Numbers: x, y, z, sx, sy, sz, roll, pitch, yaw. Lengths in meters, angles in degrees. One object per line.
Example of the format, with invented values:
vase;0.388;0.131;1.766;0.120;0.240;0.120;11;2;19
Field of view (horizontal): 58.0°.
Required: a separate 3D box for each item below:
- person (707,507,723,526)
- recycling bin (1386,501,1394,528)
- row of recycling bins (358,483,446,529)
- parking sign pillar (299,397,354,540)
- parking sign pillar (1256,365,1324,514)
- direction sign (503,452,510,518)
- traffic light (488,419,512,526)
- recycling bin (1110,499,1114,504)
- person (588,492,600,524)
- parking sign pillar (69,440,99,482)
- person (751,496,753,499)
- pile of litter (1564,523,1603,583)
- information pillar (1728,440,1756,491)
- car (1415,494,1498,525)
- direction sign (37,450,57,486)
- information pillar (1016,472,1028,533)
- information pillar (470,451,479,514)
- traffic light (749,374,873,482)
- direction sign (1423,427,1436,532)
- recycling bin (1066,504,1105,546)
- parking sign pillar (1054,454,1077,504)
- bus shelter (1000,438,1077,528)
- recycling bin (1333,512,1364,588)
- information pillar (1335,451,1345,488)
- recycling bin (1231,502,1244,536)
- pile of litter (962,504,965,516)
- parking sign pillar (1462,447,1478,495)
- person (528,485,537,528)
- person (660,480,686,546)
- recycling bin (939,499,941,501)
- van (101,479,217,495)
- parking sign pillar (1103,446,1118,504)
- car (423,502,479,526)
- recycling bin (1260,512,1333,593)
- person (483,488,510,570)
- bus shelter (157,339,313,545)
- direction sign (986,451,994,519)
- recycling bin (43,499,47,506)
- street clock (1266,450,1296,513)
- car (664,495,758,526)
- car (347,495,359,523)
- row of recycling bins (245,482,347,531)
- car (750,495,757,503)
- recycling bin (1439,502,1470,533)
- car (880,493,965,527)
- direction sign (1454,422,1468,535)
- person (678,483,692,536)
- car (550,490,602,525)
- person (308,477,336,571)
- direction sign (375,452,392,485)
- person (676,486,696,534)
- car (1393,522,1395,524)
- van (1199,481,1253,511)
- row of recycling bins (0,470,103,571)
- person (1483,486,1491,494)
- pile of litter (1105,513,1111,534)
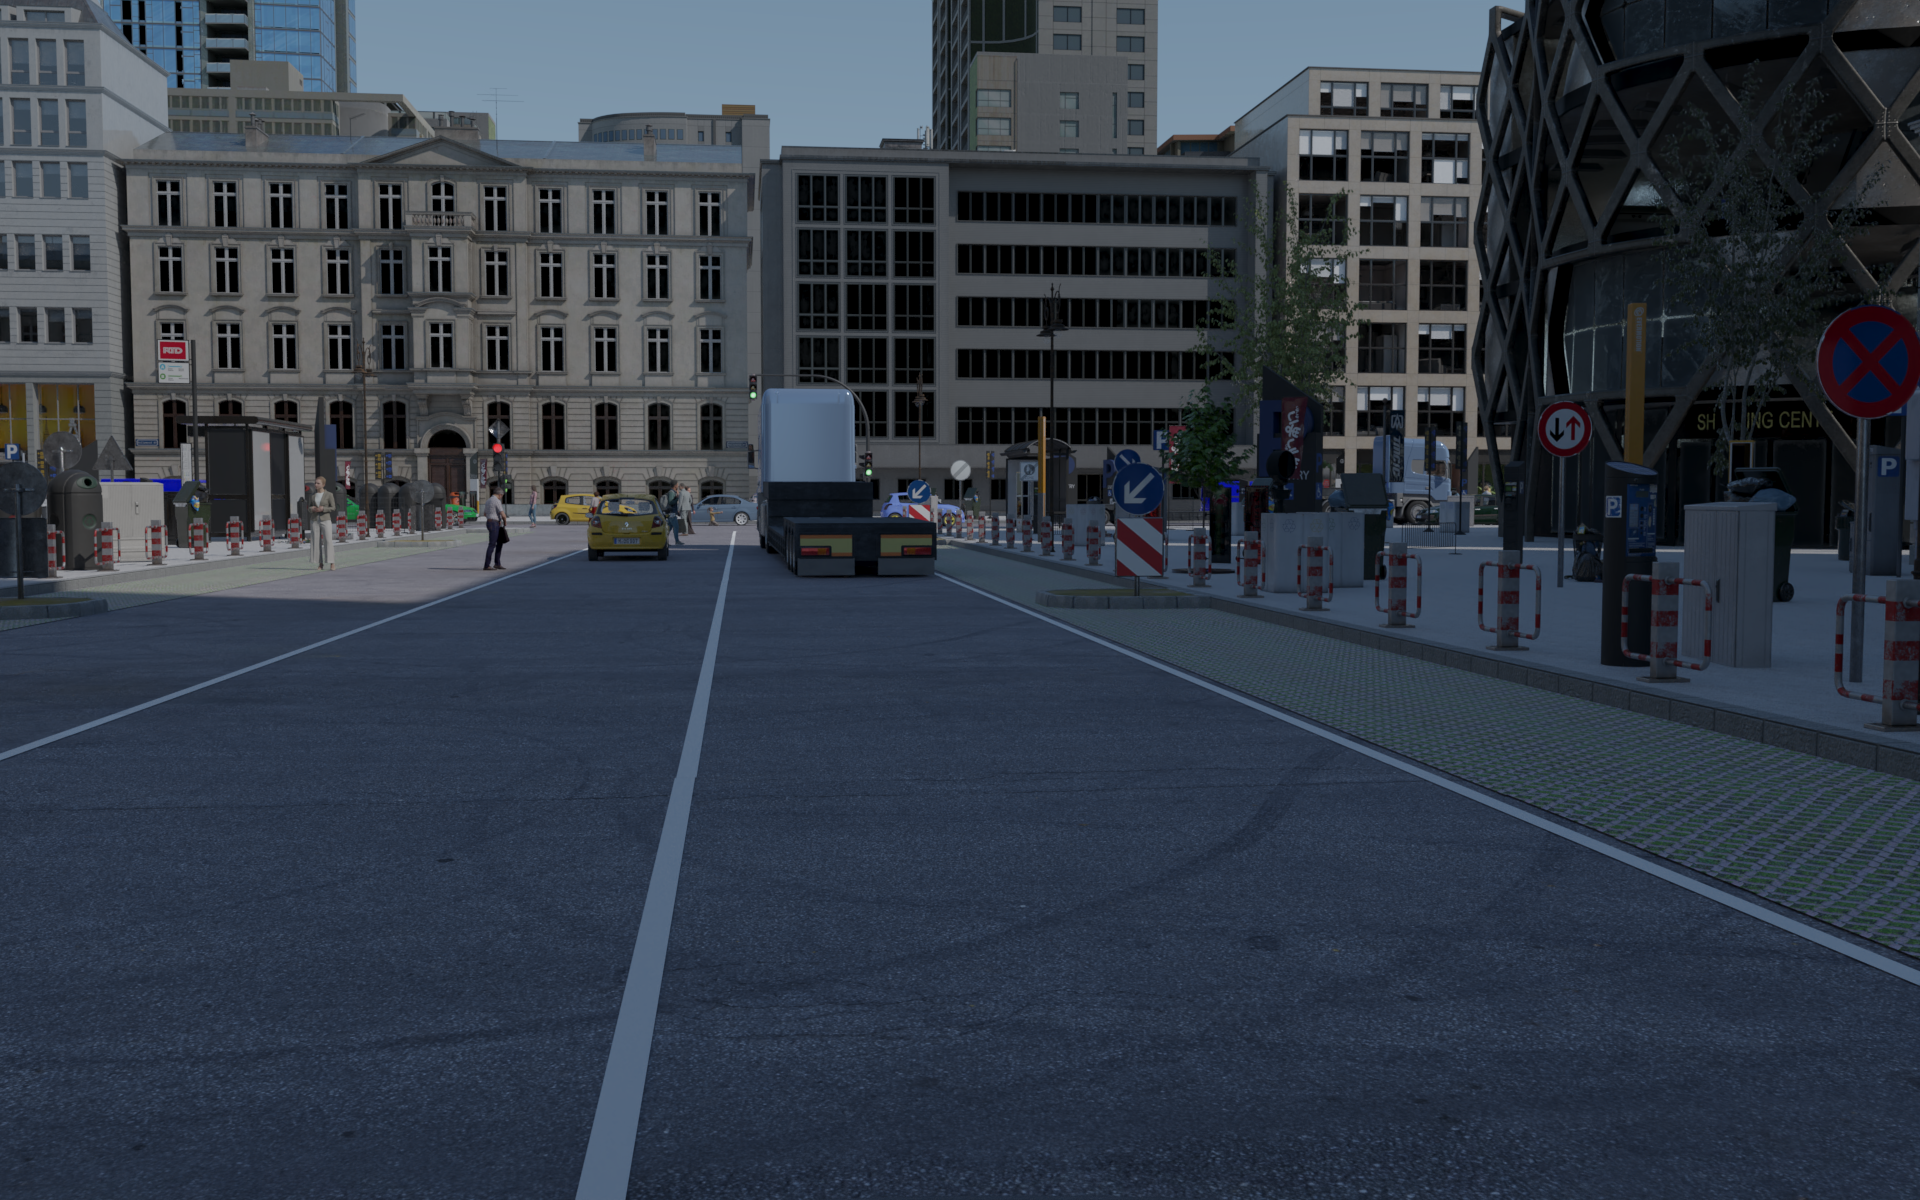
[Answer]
person;-10.949;-3.734;77.472;0.695;0.859;0.347;0;4;-4
recycling bin;15.974;-3.258;65.821;0.722;1.027;0.722;-2;4;-27
row of recycling bins;-20.671;-3.488;64.148;3.534;1.692;1.069;1;4;14
parking sign pillar;-17.856;-3.685;48.715;1.447;3.967;1.447;-2;4;-26
parking sign pillar;6.820;-2.897;35.831;1.447;3.967;1.447;2;4;33
direction sign;-24.443;-6.187;93.153;0.379;3.537;0.876;0;4;-1
traffic light;-17.149;-4.623;64.512;0.839;4.253;0.868;0;4;-7
recycling bin;8.644;-5.041;94.981;0.722;1.027;0.722;0;4;-8
person;-13.779;-3.328;65.380;0.387;1.526;0.523;3;5;40
parking sign pillar;-43.174;-5.927;85.383;1.447;3.967;1.447;-1;4;-22
person;-25.120;-12.141;210.235;0.697;1.427;0.421;2;4;28
pile of litter;9.561;-0.718;25.701;1.176;0.858;1.719;2;4;26
information pillar;10.770;-1.187;23.898;0.304;2.012;0.304;2;4;30
car;21.237;-3.838;72.534;4.222;1.686;2.009;0;4;-5
direction sign;-46.595;-5.898;88.431;0.876;3.537;0.379;-2;4;-24
information pillar;2.086;-3.257;57.741;0.304;2.012;0.304;-3;4;-38
information pillar;-26.677;-6.350;95.174;0.504;3.616;0.183;1;4;17
traffic light;-5.611;-5.576;65.833;4.771;5.953;1.251;0;4;-7
direction sign;15.888;-4.072;58.579;0.379;3.537;0.876;-1;4;-8
recycling bin;3.106;-1.850;42.794;0.722;1.027;0.722;3;5;40
parking sign pillar;5.204;-6.010;86.739;1.447;3.967;1.447;-1;4;-9
bus shelter;2.885;-4.361;65.221;2.014;3.302;5.546;0;4;-7
recycling bin;5.122;-0.700;24.001;0.722;1.027;0.722;-1;4;-14
information pillar;20.644;-6.279;94.017;0.504;3.616;0.183;0;4;2
recycling bin;8.630;-2.510;53.585;0.722;1.027;0.722;-2;4;-28
pile of litter;0.055;-4.823;92.823;1.176;0.858;1.719;-1;4;-14
parking sign pillar;28.829;-6.699;98.004;1.447;3.967;1.447;3;5;41
person;-18.224;-3.998;73.873;0.388;1.821;0.555;-2;4;-35
person;-7.846;-2.382;47.438;0.713;1.824;0.794;0;4;6
recycling bin;-1.319;-4.409;84.636;0.722;1.027;0.722;0;4;-6
van;-31.347;-3.954;69.033;5.245;2.365;2.240;0;4;-6
parking sign pillar;8.590;-6.666;97.459;1.447;3.967;1.447;-2;4;-31
car;-24.215;-4.252;78.321;4.718;1.807;1.959;0;4;-5
recycling bin;4.384;-0.621;22.712;0.722;1.027;0.722;0;4;-6
person;-8.784;-1.344;32.686;0.590;1.554;0.614;-3;5;-42
bus shelter;-20.033;-4.288;47.744;2.179;5.291;8.768;0;4;-7
direction sign;1.589;-6.044;90.823;0.379;3.537;0.876;2;4;28
recycling bin;-45.270;-4.423;84.871;0.722;1.027;0.722;3;4;36
street clock;5.545;-1.558;30.038;0.471;2.002;0.358;-3;4;-36
car;-11.232;-4.090;78.870;4.499;1.417;2.014;0;4;-8
car;-27.203;-4.093;75.710;4.718;1.807;1.959;0;4;-7
row of recycling bins;-23.443;-3.308;61.203;3.534;1.692;1.069;0;4;-2
car;-19.260;-9.456;166.972;2.083;1.381;4.827;0;4;-6
recycling bin;16.471;-2.760;57.674;0.722;1.027;0.722;-2;4;-30
car;-1.638;-4.056;75.912;3.694;1.707;1.945;0;4;-7
direction sign;15.744;-3.818;54.423;0.379;3.537;0.876;3;4;38
person;-9.429;-3.093;59.174;0.391;1.810;0.635;1;4;13
car;-16.945;-4.278;80.161;3.980;1.641;2.015;-1;4;-9
person;-11.990;-1.432;32.468;0.519;1.759;0.362;0;4;2
direction sign;-31.040;-6.196;93.299;0.876;3.537;0.379;-1;4;-20
person;-9.724;-3.186;61.398;0.445;1.727;0.742;2;4;25
car;22.270;-4.650;84.816;4.718;1.807;1.959;0;4;-6
van;14.246;-4.822;83.217;5.245;2.365;2.240;-1;4;-9
row of recycling bins;-16.087;-1.310;28.530;3.534;1.692;1.069;-3;4;-37
person;22.881;-4.074;75.341;0.641;1.798;0.478;-2;4;-35
pile of litter;4.111;-2.468;54.314;1.176;0.858;1.719;-1;4;-14
